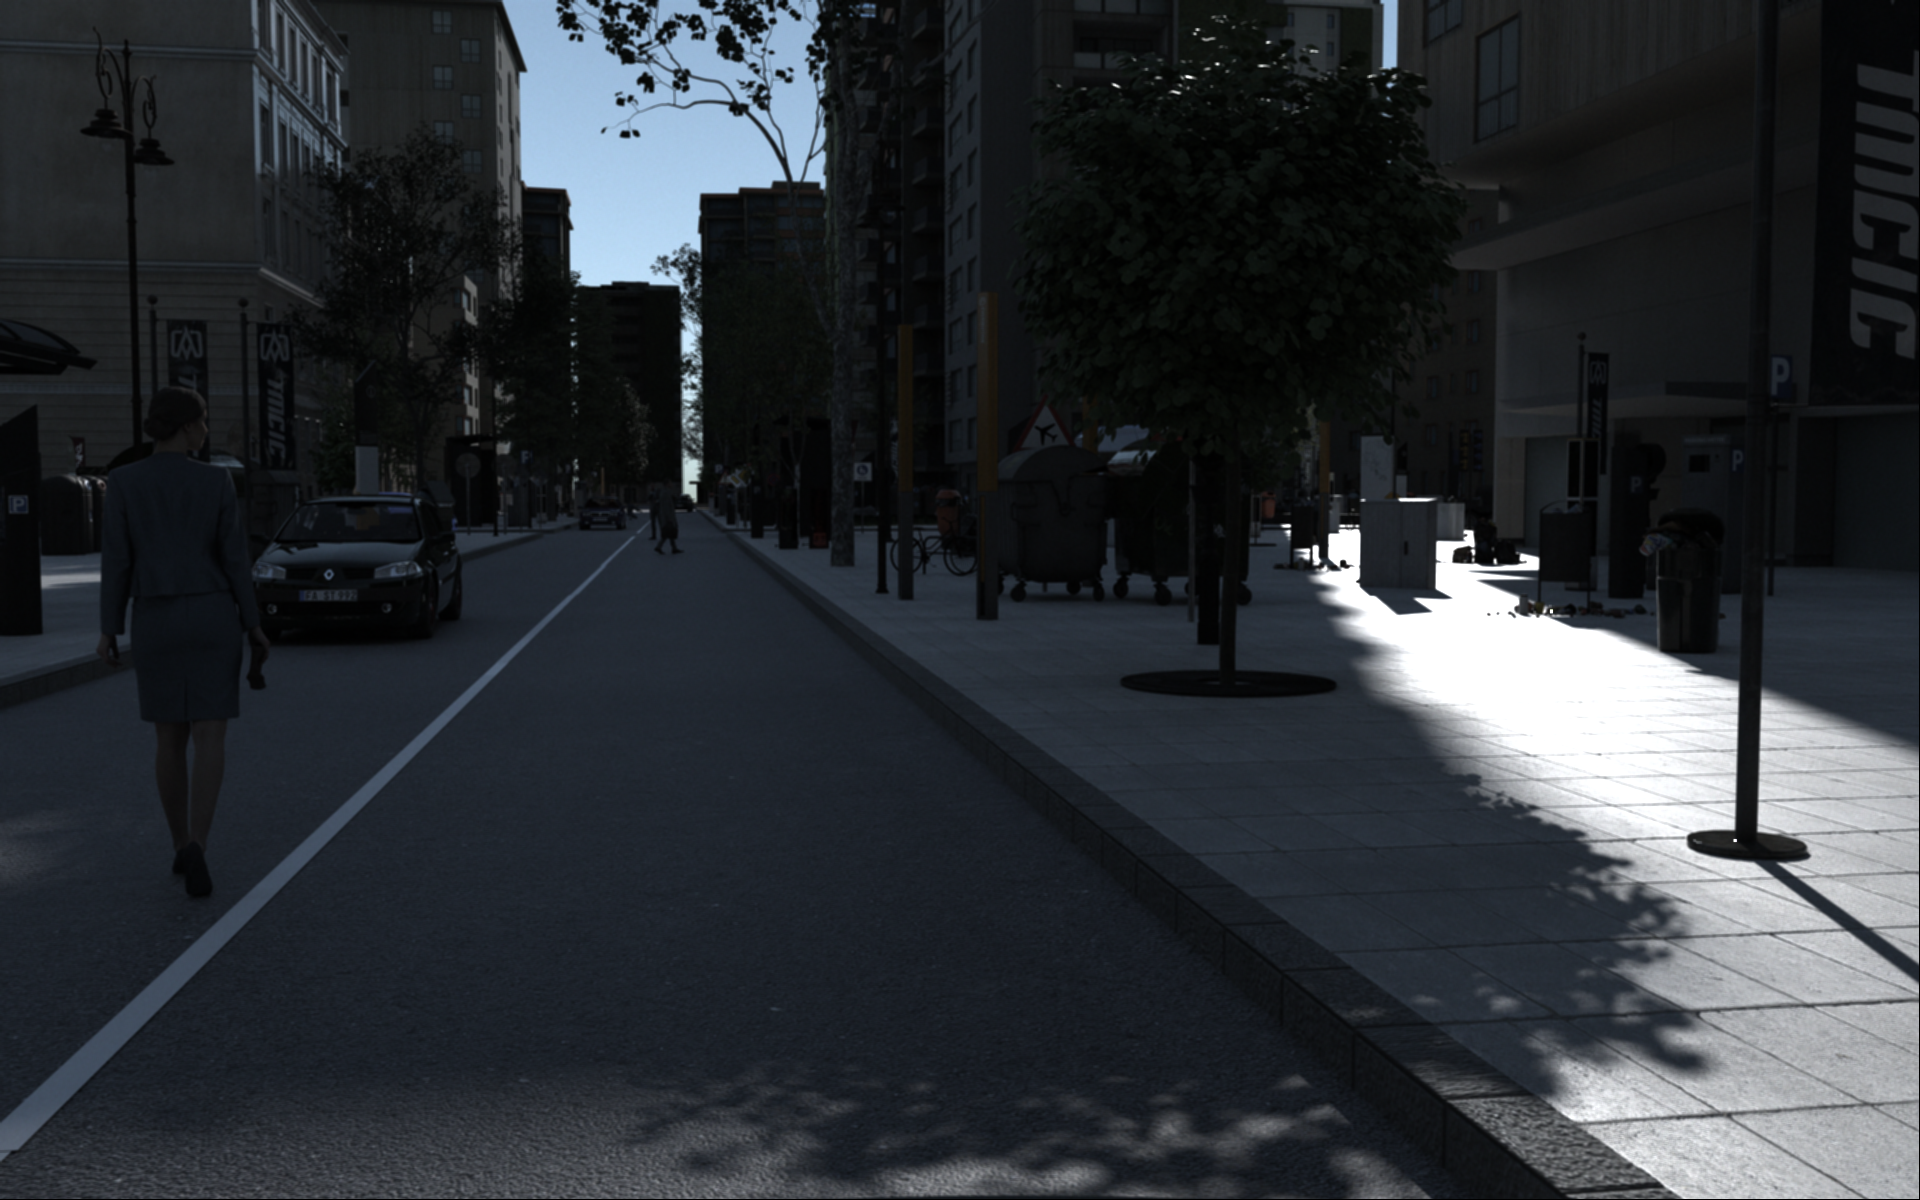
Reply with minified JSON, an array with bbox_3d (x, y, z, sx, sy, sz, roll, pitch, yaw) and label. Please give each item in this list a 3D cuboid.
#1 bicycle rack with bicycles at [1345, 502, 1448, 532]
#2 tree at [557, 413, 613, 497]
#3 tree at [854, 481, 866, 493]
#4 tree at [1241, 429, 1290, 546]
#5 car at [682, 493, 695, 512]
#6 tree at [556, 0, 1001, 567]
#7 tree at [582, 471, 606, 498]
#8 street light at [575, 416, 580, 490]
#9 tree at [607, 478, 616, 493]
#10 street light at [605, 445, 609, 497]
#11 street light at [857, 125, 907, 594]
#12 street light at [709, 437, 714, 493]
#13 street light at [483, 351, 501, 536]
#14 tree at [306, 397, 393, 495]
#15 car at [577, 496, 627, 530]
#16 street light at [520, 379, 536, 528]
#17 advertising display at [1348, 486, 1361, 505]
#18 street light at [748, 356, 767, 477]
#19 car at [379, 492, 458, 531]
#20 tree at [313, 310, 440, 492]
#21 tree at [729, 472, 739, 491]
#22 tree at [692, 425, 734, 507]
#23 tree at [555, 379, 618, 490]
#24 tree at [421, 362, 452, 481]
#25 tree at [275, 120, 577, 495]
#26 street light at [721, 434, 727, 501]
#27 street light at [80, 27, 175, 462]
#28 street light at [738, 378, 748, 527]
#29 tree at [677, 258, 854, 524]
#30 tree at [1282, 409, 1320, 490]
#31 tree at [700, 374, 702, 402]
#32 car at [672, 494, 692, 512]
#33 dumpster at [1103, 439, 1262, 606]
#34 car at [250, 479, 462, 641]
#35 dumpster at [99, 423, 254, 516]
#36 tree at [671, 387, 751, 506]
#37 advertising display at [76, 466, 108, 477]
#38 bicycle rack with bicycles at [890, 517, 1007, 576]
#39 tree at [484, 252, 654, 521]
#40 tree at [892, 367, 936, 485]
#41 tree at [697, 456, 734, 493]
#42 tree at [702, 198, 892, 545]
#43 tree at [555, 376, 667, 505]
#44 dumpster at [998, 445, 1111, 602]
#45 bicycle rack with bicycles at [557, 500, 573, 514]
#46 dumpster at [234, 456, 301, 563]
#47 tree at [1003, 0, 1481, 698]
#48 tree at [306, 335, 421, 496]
[{"bbox_3d":[14.270,-2.668,57.006,2.852,0.926,2.925,0,4,-8],"label":"bicycle rack with bicycles"},{"bbox_3d":[-25.904,-10.402,120.438,4.737,8.622,4.395,0,3,0],"label":"tree"},{"bbox_3d":[-6.315,-6.588,102.307,1.663,3.219,1.824,0,3,0],"label":"tree"},{"bbox_3d":[7.462,-2.950,42.830,1.663,3.219,1.824,0,3,0],"label":"tree"},{"bbox_3d":[-22.853,-8.129,142.702,2.009,1.686,4.222,-1,4,-9],"label":"car"},{"bbox_3d":[-1.461,-10.745,31.570,12.611,20.169,13.585,0,3,0],"label":"tree"},{"bbox_3d":[-28.026,-8.294,130.203,1.663,3.219,1.824,0,3,0],"label":"tree"},{"bbox_3d":[-21.855,-7.737,99.285,0.468,5.910,1.993,-1,4,-9],"label":"street light"},{"bbox_3d":[-36.065,-11.369,180.485,1.663,3.219,1.824,0,3,0],"label":"tree"},{"bbox_3d":[-27.403,-9.867,134.117,0.468,5.910,1.993,-1,4,-9],"label":"street light"},{"bbox_3d":[-1.008,-3.025,22.243,0.468,5.910,1.993,-1,4,-9],"label":"street light"},{"bbox_3d":[-19.857,-10.131,138.421,0.468,5.910,1.993,-1,4,-9],"label":"street light"},{"bbox_3d":[-14.143,-4.881,52.591,0.468,5.910,1.993,-1,4,-9],"label":"street light"},{"bbox_3d":[-12.391,-2.442,34.535,1.663,3.219,1.824,0,3,0],"label":"tree"},{"bbox_3d":[-14.480,-3.527,70.244,1.945,1.354,3.894,0,4,-8],"label":"car"},{"bbox_3d":[-16.048,-5.609,64.496,0.468,5.910,1.993,-1,4,-9],"label":"street light"},{"bbox_3d":[22.554,-5.715,98.660,0.974,1.923,0.123,3,5,42],"label":"advertising display"},{"bbox_3d":[-6.617,-5.155,57.064,0.468,5.910,1.993,-1,4,-9],"label":"street light"},{"bbox_3d":[-19.086,-3.032,59.164,3.694,1.707,1.945,-1,4,-10],"label":"car"},{"bbox_3d":[-21.843,-6.989,64.634,4.737,8.622,4.395,0,3,0],"label":"tree"},{"bbox_3d":[-17.740,-8.428,132.394,1.663,3.219,1.824,0,3,0],"label":"tree"},{"bbox_3d":[-25.388,-13.797,175.948,4.360,8.622,3.978,0,3,0],"label":"tree"},{"bbox_3d":[-23.323,-9.533,106.229,4.360,8.622,3.978,0,3,0],"label":"tree"},{"bbox_3d":[-28.566,-8.578,90.610,4.360,8.622,3.978,0,3,0],"label":"tree"},{"bbox_3d":[-13.099,-6.613,42.541,8.767,10.594,7.601,1,4,16],"label":"tree"},{"bbox_3d":[-14.145,-8.002,103.617,0.468,5.910,1.993,-1,4,-9],"label":"street light"},{"bbox_3d":[-8.471,-2.752,17.779,0.468,5.910,1.993,-1,4,-9],"label":"street light"},{"bbox_3d":[-8.451,-5.823,67.994,0.468,5.910,1.993,-1,4,-9],"label":"street light"},{"bbox_3d":[-8.464,-9.169,75.668,9.928,11.665,9.643,0,3,0],"label":"tree"},{"bbox_3d":[17.218,-8.653,91.835,4.360,8.622,3.978,0,3,0],"label":"tree"},{"bbox_3d":[-11.123,-8.360,87.054,4.737,8.622,4.395,0,3,0],"label":"tree"},{"bbox_3d":[-22.069,-7.732,136.197,2.009,1.686,4.222,-1,4,-10],"label":"car"},{"bbox_3d":[2.607,-1.110,20.637,1.502,2.255,1.985,-1,4,-9],"label":"dumpster"},{"bbox_3d":[-6.299,-0.518,18.256,2.009,1.686,4.222,-1,4,-10],"label":"car"},{"bbox_3d":[-10.516,-1.272,23.298,1.502,2.255,1.985,-1,4,-9],"label":"dumpster"},{"bbox_3d":[-27.529,-17.250,192.402,12.009,13.543,11.850,0,3,0],"label":"tree"},{"bbox_3d":[-20.189,-2.159,40.508,0.974,1.923,0.123,1,4,12],"label":"advertising display"},{"bbox_3d":[0.707,-0.878,27.738,2.925,0.926,2.852,3,4,36],"label":"bicycle rack with bicycles"},{"bbox_3d":[-19.046,-10.021,81.970,7.486,12.596,7.792,0,3,0],"label":"tree"},{"bbox_3d":[-3.451,-8.537,89.936,4.737,8.622,4.395,0,3,0],"label":"tree"},{"bbox_3d":[-20.751,-10.114,149.076,4.285,4.588,4.351,0,3,0],"label":"tree"},{"bbox_3d":[-4.202,-5.707,43.667,4.737,8.622,4.395,0,3,0],"label":"tree"},{"bbox_3d":[-32.553,-14.918,160.922,9.611,12.733,9.660,0,3,0],"label":"tree"},{"bbox_3d":[1.085,-0.949,21.279,1.264,1.857,1.865,-1,4,-9],"label":"dumpster"},{"bbox_3d":[-26.819,-6.148,113.901,2.852,0.926,2.925,-3,4,-38],"label":"bicycle rack with bicycles"},{"bbox_3d":[-11.201,-1.314,27.242,1.264,1.857,1.865,-1,4,-9],"label":"dumpster"},{"bbox_3d":[1.755,-1.694,11.410,4.285,4.588,4.351,0,3,0],"label":"tree"},{"bbox_3d":[-27.217,-7.852,78.743,4.360,8.622,3.978,0,3,0],"label":"tree"}]
